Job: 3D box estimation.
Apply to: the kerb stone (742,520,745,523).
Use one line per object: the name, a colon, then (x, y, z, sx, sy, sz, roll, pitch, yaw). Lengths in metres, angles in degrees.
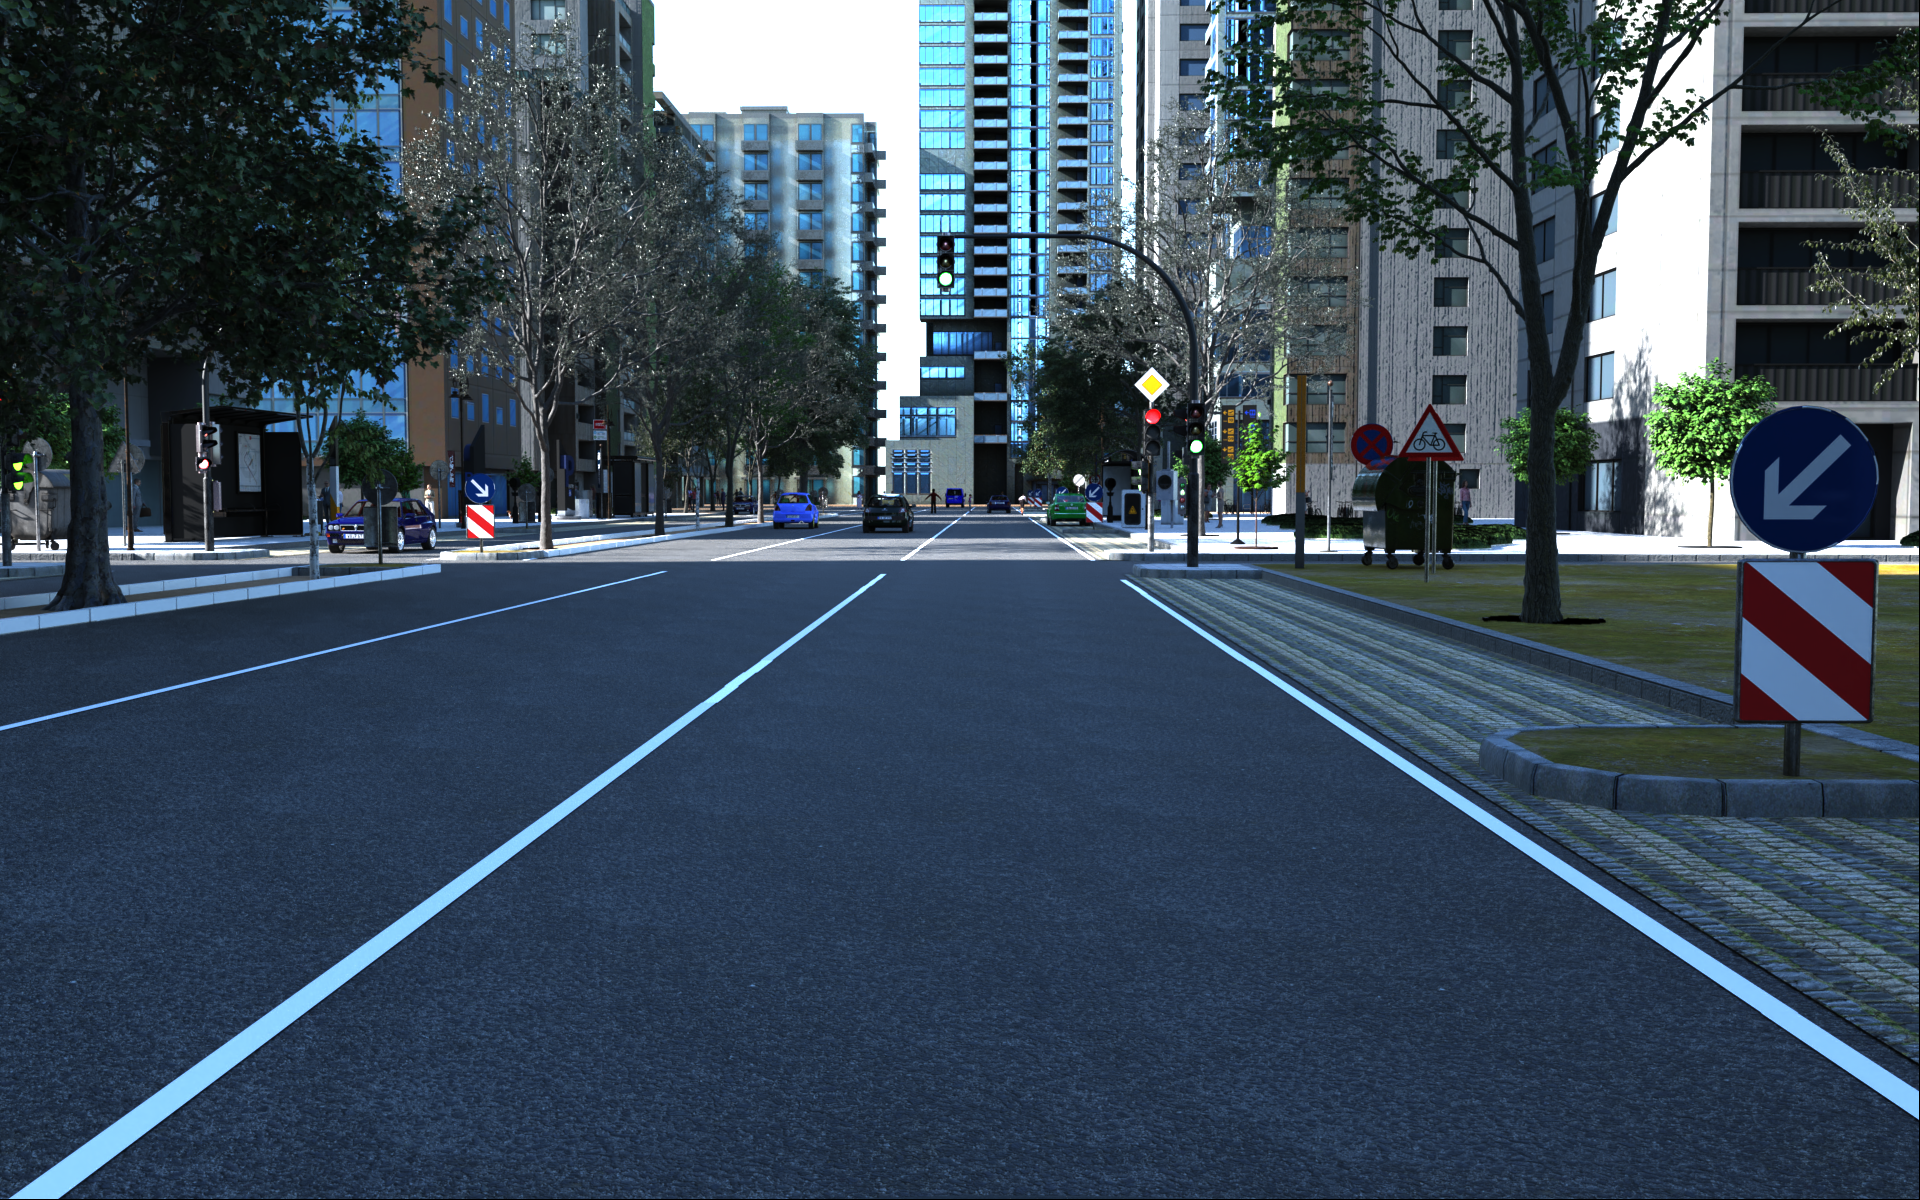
kerb stone: (-10.660, -3.776, 83.941, 0.120, 0.150, 1.000, 0, 4, 1)

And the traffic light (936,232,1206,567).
traffic light: (1.978, -3.403, 30.305, 4.771, 5.953, 1.251, 0, 4, 1)

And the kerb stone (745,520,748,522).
kerb stone: (-10.639, -3.839, 84.963, 0.120, 0.150, 1.000, 0, 4, 1)

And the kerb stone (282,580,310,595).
kerb stone: (-9.678, -0.173, 25.018, 0.120, 0.150, 1.000, 0, 4, 1)

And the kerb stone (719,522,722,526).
kerb stone: (-10.791, -3.337, 76.762, 0.120, 0.150, 1.000, 0, 4, 1)

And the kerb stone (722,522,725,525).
kerb stone: (-10.779, -3.400, 77.787, 0.120, 0.150, 1.000, 0, 4, 1)

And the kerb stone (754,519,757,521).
kerb stone: (-10.581, -4.026, 88.044, 0.120, 0.150, 1.000, 0, 4, 1)

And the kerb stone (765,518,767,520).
kerb stone: (-10.502, -4.278, 92.144, 0.120, 0.150, 1.000, 0, 4, 1)

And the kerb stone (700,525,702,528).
kerb stone: (-10.901, -3.022, 71.645, 0.120, 0.150, 1.000, 0, 4, 1)

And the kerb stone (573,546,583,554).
kerb stone: (-9.353, -1.201, 41.857, 0.120, 0.150, 1.000, 0, 4, 1)

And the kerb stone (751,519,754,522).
kerb stone: (-10.600, -3.964, 87.009, 0.120, 0.150, 1.000, 0, 4, 1)

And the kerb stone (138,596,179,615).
kerb stone: (-9.759, 0.079, 20.909, 0.120, 0.150, 1.000, 0, 4, 1)

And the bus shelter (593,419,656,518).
bus shelter: (-18.533, -7.211, 95.528, 2.179, 5.291, 8.768, 0, 4, 1)

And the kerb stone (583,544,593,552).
kerb stone: (-9.336, -1.265, 42.879, 0.120, 0.150, 1.000, 0, 4, 1)

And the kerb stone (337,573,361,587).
kerb stone: (-9.639, -0.295, 27.062, 0.120, 0.150, 1.000, 0, 4, 1)

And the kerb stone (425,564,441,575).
kerb stone: (-9.559, -0.548, 31.158, 0.120, 0.150, 1.000, 0, 4, 1)

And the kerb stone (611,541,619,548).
kerb stone: (-9.283, -1.453, 45.951, 0.120, 0.150, 1.000, 0, 4, 1)

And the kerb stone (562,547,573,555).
kerb stone: (-9.370, -1.138, 40.835, 0.120, 0.150, 1.000, 0, 4, 1)

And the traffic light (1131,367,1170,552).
traffic light: (4.222, -3.026, 38.391, 0.839, 4.253, 0.868, 0, 4, 1)

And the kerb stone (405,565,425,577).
kerb stone: (-9.578, -0.486, 30.134, 0.120, 0.150, 1.000, 0, 4, 1)

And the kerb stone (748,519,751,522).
kerb stone: (-10.615, -3.902, 85.985, 0.120, 0.150, 1.000, 0, 4, 1)

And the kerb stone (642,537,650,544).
kerb stone: (-9.201, -1.703, 50.046, 0.120, 0.150, 1.000, 0, 4, 1)

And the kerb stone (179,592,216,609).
kerb stone: (-9.742, 0.016, 21.936, 0.120, 0.150, 1.000, 0, 4, 1)

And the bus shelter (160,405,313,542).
bus shelter: (-20.307, -3.528, 48.970, 1.731, 3.624, 6.357, 0, 4, 1)

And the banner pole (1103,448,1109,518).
banner pole: (7.764, -6.287, 92.807, 0.401, 3.779, 0.863, -2, 4, -24)

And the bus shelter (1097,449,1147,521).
bus shelter: (7.552, -5.311, 80.760, 2.014, 3.302, 5.546, 0, 4, 1)

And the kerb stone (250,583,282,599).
kerb stone: (-9.703, -0.110, 23.997, 0.120, 0.150, 1.000, 0, 4, 1)

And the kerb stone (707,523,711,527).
kerb stone: (-10.848, -3.150, 73.696, 0.120, 0.150, 1.000, 0, 4, 1)

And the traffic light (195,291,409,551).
traffic light: (-14.742, -3.921, 38.769, 4.771, 5.953, 1.251, 0, 4, 1)

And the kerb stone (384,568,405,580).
kerb stone: (-9.598, -0.423, 29.109, 0.120, 0.150, 1.000, 0, 4, 1)

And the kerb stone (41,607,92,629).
kerb stone: (-9.796, 0.209, 18.842, 0.120, 0.150, 1.000, 0, 4, 1)

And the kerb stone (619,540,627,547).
kerb stone: (-9.261, -1.515, 46.973, 0.120, 0.150, 1.000, 0, 4, 1)

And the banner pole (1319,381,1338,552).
banner pole: (8.247, -2.966, 38.513, 0.401, 3.779, 0.863, 1, 4, 18)

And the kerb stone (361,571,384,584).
kerb stone: (-9.624, -0.360, 28.084, 0.120, 0.150, 1.000, 0, 4, 1)

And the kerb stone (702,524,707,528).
kerb stone: (-10.870, -3.084, 72.673, 0.120, 0.150, 1.000, 0, 4, 1)

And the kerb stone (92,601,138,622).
kerb stone: (-9.774, 0.142, 19.878, 0.120, 0.150, 1.000, 0, 4, 1)

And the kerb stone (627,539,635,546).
kerb stone: (-9.238, -1.578, 47.995, 0.120, 0.150, 1.000, 0, 4, 1)

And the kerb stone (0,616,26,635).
kerb stone: (-9.812, 0.268, 17.815, 0.120, 0.150, 1.000, 0, 4, 1)

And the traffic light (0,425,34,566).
traffic light: (-16.987, -2.561, 30.790, 0.839, 4.253, 0.868, 0, 4, 1)

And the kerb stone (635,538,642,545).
kerb stone: (-9.222, -1.639, 49.024, 0.120, 0.150, 1.000, 0, 4, 1)

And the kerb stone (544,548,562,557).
kerb stone: (-9.397, -1.078, 39.813, 0.120, 0.150, 1.000, 0, 4, 1)

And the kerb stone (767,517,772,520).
kerb stone: (-10.459, -4.404, 94.200, 0.120, 0.150, 1.000, 0, 4, 1)

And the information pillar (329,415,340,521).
information pillar: (-18.665, -3.690, 51.682, 0.183, 3.616, 0.504, -3, 5, -42)

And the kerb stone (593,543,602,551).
kerb stone: (-9.315, -1.327, 43.901, 0.120, 0.150, 1.000, 0, 4, 1)

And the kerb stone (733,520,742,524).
kerb stone: (-10.676, -3.714, 82.918, 0.120, 0.150, 1.000, 0, 4, 1)

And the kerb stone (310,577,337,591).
kerb stone: (-9.657, -0.228, 26.041, 0.120, 0.150, 1.000, 0, 4, 1)

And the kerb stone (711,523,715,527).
kerb stone: (-10.835, -3.212, 74.718, 0.120, 0.150, 1.000, 0, 4, 1)

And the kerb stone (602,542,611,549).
kerb stone: (-9.299, -1.390, 44.924, 0.120, 0.150, 1.000, 0, 4, 1)

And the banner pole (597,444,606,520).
banner pole: (-18.076, -5.932, 87.008, 0.401, 3.779, 0.863, -2, 4, -28)

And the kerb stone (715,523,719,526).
kerb stone: (-10.811, -3.275, 75.740, 0.120, 0.150, 1.000, 0, 4, 1)

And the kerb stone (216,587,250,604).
kerb stone: (-9.726, -0.047, 22.966, 0.120, 0.150, 1.000, 0, 4, 1)
